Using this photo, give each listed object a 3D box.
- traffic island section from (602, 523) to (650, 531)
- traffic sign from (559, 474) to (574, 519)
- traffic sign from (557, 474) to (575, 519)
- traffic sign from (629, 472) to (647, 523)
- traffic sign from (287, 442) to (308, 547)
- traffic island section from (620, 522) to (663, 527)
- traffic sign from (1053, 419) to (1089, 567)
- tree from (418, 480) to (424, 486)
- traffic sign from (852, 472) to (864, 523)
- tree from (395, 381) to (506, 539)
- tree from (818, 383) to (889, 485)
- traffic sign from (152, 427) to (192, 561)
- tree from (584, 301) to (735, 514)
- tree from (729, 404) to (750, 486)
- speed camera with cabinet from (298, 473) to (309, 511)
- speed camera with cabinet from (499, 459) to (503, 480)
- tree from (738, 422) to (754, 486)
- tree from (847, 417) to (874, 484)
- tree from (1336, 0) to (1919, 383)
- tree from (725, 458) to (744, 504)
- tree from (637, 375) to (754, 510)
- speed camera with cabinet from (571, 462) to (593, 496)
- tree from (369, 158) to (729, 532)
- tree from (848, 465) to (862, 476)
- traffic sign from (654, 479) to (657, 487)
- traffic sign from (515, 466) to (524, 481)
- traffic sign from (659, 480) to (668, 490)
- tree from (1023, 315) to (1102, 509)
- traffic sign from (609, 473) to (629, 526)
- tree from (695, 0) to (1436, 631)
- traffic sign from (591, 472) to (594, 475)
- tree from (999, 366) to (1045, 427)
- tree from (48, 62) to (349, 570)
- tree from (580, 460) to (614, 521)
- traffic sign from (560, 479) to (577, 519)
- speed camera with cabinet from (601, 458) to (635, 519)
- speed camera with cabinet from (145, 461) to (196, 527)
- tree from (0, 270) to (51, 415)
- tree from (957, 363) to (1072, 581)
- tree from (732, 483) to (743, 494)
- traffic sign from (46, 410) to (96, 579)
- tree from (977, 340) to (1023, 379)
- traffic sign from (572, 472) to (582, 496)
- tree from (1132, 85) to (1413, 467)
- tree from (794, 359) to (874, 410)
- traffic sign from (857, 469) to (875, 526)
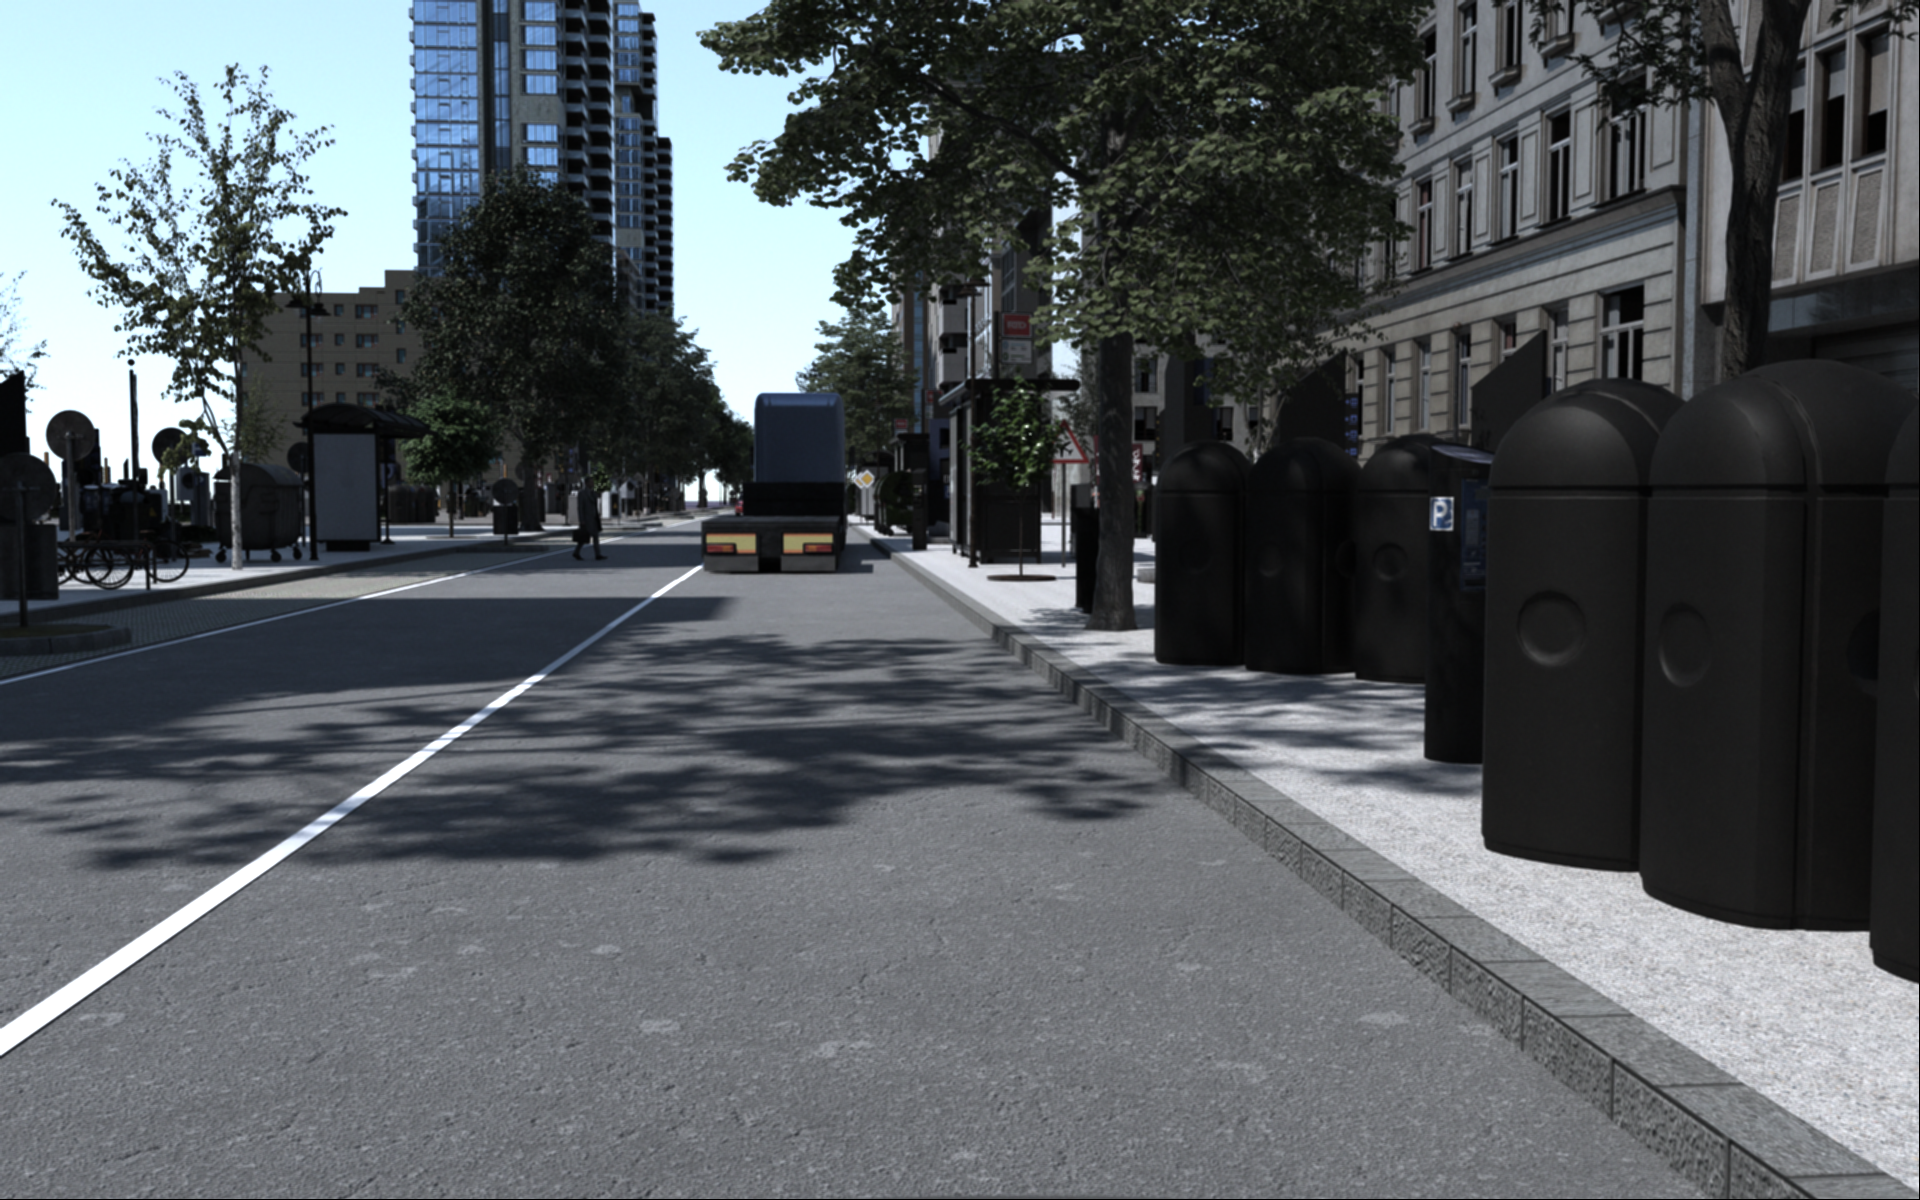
[{"bbox_3d":[-13.558,-2.842,68.752,2.009,0.180,2.903,0,4,-5],"label":"traffic island section"},{"bbox_3d":[-19.851,-5.340,87.407,0.768,2.556,0.104,0,4,1],"label":"traffic sign"},{"bbox_3d":[-18.133,-4.873,79.684,0.884,2.594,0.081,0,4,3],"label":"traffic sign"},{"bbox_3d":[-14.240,-4.465,76.647,0.795,2.450,0.064,0,4,-5],"label":"traffic sign"},{"bbox_3d":[-16.036,-2.578,42.253,0.768,2.556,0.104,0,4,3],"label":"traffic sign"},{"bbox_3d":[-14.262,-3.329,76.707,2.009,0.180,2.903,0,4,-5],"label":"traffic island section"},{"bbox_3d":[1.811,-1.847,30.205,0.884,2.594,0.081,0,4,2],"label":"traffic sign"},{"bbox_3d":[-37.712,-10.455,121.301,4.737,8.622,4.395,0,3,0],"label":"tree"},{"bbox_3d":[-4.432,-4.517,77.492,0.795,2.450,0.064,0,4,-5],"label":"traffic sign"},{"bbox_3d":[-14.933,-4.080,50.420,4.285,4.588,4.351,0,3,0],"label":"tree"},{"bbox_3d":[-11.102,-15.964,171.382,12.009,13.543,11.850,0,3,0],"label":"tree"},{"bbox_3d":[-15.036,-2.015,33.055,0.768,2.556,0.104,0,4,0],"label":"traffic sign"},{"bbox_3d":[-20.406,-12.638,113.284,9.857,13.997,8.962,0,3,0],"label":"tree"},{"bbox_3d":[-24.987,-15.236,166.115,9.611,12.733,9.660,0,3,0],"label":"tree"},{"bbox_3d":[-34.356,-5.833,89.699,2.038,3.252,0.660,0,4,1],"label":"speed camera with cabinet"},{"bbox_3d":[-25.690,-6.329,97.808,0.660,3.252,2.038,-1,4,-13],"label":"speed camera with cabinet"},{"bbox_3d":[-37.572,-24.571,308.396,9.857,13.997,8.962,0,3,0],"label":"tree"},{"bbox_3d":[-7.544,-11.115,132.086,4.737,8.622,4.395,0,3,0],"label":"tree"},{"bbox_3d":[2.918,-4.421,6.704,7.601,10.594,8.767,-3,5,-40],"label":"tree"},{"bbox_3d":[-30.374,-16.940,227.325,4.360,8.622,3.978,0,3,0],"label":"tree"},{"bbox_3d":[-23.221,-13.324,143.606,9.928,11.665,9.643,0,3,0],"label":"tree"},{"bbox_3d":[-20.473,-6.087,93.852,0.660,3.252,2.038,-2,4,-31],"label":"speed camera with cabinet"},{"bbox_3d":[-14.900,-8.710,59.414,9.611,12.733,9.660,0,3,0],"label":"tree"},{"bbox_3d":[-18.095,-19.727,248.297,9.928,11.665,9.643,0,3,0],"label":"tree"},{"bbox_3d":[-24.829,-8.527,139.522,0.768,2.556,0.104,0,4,-1],"label":"traffic sign"},{"bbox_3d":[-17.017,-4.136,67.728,0.768,2.556,0.104,0,4,2],"label":"traffic sign"},{"bbox_3d":[-25.517,-9.114,149.116,0.768,2.556,0.104,0,4,-1],"label":"traffic sign"},{"bbox_3d":[5.199,-7.235,68.647,4.360,8.622,3.978,0,3,0],"label":"tree"},{"bbox_3d":[-13.535,-3.979,68.693,0.795,2.450,0.064,0,4,-5],"label":"traffic sign"},{"bbox_3d":[1.358,-6.015,16.466,7.486,12.596,7.792,0,3,0],"label":"tree"},{"bbox_3d":[-21.007,-6.052,98.950,0.884,2.594,0.081,0,4,4],"label":"traffic sign"},{"bbox_3d":[2.808,-9.184,100.518,4.737,8.622,4.395,0,3,0],"label":"tree"},{"bbox_3d":[-12.509,-4.819,29.149,4.737,8.622,4.395,0,3,0],"label":"tree"},{"bbox_3d":[-17.352,-5.472,84.061,1.663,3.219,1.824,0,3,0],"label":"tree"},{"bbox_3d":[-20.464,-5.536,90.525,0.884,2.594,0.081,0,4,3],"label":"traffic sign"},{"bbox_3d":[-18.081,-5.951,91.634,0.660,3.252,2.038,2,4,30],"label":"speed camera with cabinet"},{"bbox_3d":[-26.673,-3.908,58.234,2.038,3.252,0.660,-3,5,-39],"label":"speed camera with cabinet"},{"bbox_3d":[-30.037,-6.262,52.754,4.360,8.622,3.978,0,3,0],"label":"tree"},{"bbox_3d":[0.779,-1.910,25.825,1.663,3.219,1.824,0,3,0],"label":"tree"},{"bbox_3d":[-33.351,-16.165,258.899,1.663,3.219,1.824,0,3,0],"label":"tree"},{"bbox_3d":[-13.460,-1.597,26.222,0.768,2.556,0.104,0,4,3],"label":"traffic sign"},{"bbox_3d":[1.816,-7.905,79.616,4.360,8.622,3.978,0,3,0],"label":"tree"},{"bbox_3d":[-20.420,-5.541,91.787,0.795,2.450,0.064,0,4,-3],"label":"traffic sign"},{"bbox_3d":[5.254,-4.816,29.107,4.360,8.622,3.978,0,3,0],"label":"tree"},{"bbox_3d":[-14.065,-22.166,218.307,12.611,20.169,13.585,0,3,0],"label":"tree"},{"bbox_3d":[-3.727,-4.030,69.538,0.795,2.450,0.064,0,4,-5],"label":"traffic sign"}]
